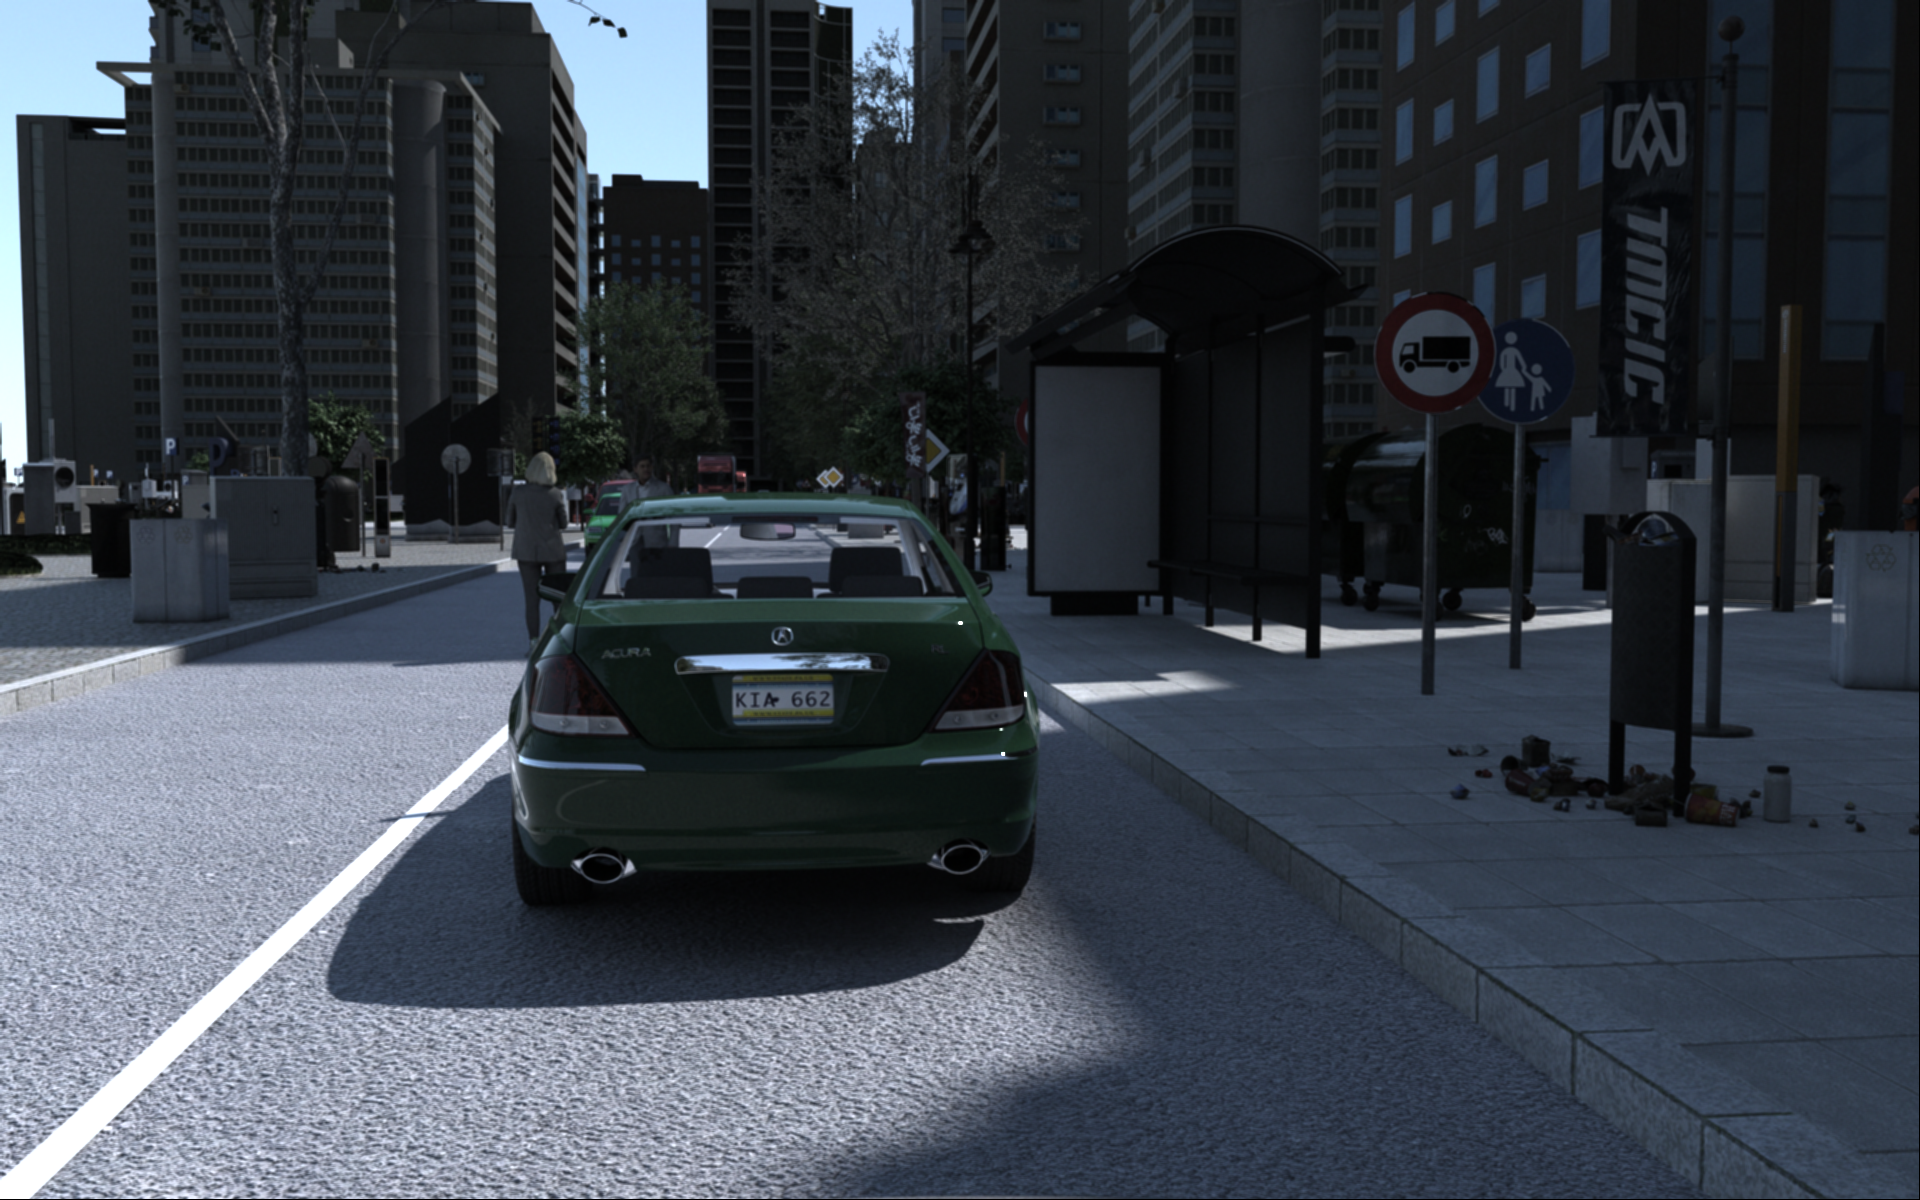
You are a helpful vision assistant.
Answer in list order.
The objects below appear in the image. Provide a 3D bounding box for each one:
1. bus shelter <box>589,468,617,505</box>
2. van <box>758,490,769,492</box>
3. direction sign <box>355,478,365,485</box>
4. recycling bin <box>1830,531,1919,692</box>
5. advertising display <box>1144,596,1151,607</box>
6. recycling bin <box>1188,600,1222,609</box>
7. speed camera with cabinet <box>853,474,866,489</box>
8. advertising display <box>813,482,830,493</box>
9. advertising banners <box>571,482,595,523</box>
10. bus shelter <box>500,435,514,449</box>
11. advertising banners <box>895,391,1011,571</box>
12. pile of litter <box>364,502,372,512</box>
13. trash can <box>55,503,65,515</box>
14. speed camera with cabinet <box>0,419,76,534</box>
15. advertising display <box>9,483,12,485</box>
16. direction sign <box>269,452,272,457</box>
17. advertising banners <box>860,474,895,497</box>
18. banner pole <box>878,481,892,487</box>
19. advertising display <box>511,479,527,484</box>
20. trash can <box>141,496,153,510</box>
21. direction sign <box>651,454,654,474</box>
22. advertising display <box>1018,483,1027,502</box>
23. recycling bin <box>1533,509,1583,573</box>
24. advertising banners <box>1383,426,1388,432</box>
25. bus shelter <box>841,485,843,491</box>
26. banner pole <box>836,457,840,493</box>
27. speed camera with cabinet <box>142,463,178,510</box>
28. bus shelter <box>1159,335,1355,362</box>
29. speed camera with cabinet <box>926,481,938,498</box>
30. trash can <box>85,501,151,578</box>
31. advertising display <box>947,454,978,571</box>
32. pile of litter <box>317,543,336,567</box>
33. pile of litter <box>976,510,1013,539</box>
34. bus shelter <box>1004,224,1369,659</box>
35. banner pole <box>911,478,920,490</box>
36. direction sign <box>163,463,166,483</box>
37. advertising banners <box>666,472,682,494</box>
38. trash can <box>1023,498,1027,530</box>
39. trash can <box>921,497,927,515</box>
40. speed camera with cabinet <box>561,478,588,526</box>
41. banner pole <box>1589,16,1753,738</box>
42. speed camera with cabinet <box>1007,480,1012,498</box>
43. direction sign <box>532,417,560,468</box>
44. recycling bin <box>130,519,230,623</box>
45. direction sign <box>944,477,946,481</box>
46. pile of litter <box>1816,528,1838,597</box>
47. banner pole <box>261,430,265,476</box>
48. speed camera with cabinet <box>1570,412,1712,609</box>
[{"bbox_3d":[-19.747,-7.035,92.661,2.179,5.291,8.768,0,4,-6],"label":"bus shelter"},{"bbox_3d":[-21.267,-11.033,187.398,2.013,2.044,4.112,0,4,-8],"label":"van"},{"bbox_3d":[-38.378,-7.236,110.305,0.876,3.537,0.379,-1,4,-16],"label":"direction sign"},{"bbox_3d":[6.275,0.060,11.575,0.722,1.027,0.722,1,4,19],"label":"recycling bin"},{"bbox_3d":[1.715,-0.889,19.752,0.974,1.923,0.123,0,4,5],"label":"advertising display"},{"bbox_3d":[3.084,-0.440,19.754,0.722,1.027,0.722,-2,4,-27],"label":"recycling bin"},{"bbox_3d":[-5.511,-6.905,107.232,2.038,3.252,0.660,0,4,4],"label":"speed camera with cabinet"},{"bbox_3d":[-7.372,-5.332,92.399,0.974,1.923,0.123,2,4,26],"label":"advertising display"},{"bbox_3d":[-16.819,-4.867,75.770,2.074,3.025,0.090,-2,4,-34],"label":"advertising banners"},{"bbox_3d":[-14.886,-3.575,52.381,2.014,3.302,5.546,0,4,-6],"label":"bus shelter"},{"bbox_3d":[-0.106,-2.017,29.165,2.074,3.025,0.090,2,4,25],"label":"advertising banners"},{"bbox_3d":[-33.083,-5.072,96.894,1.176,0.858,1.719,-3,5,-44],"label":"pile of litter"},{"bbox_3d":[-62.281,-6.577,119.194,0.748,1.137,0.748,0,3,0],"label":"trash can"},{"bbox_3d":[-24.021,-3.094,44.924,0.660,3.252,2.038,2,4,26],"label":"speed camera with cabinet"},{"bbox_3d":[-54.689,-5.772,99.593,0.123,1.923,0.974,-3,5,-44],"label":"advertising display"},{"bbox_3d":[-37.003,-6.180,93.042,0.379,3.537,0.876,-1,4,-16],"label":"direction sign"},{"bbox_3d":[-2.561,-3.909,60.104,2.074,3.025,0.090,0,4,1],"label":"advertising banners"},{"bbox_3d":[-3.215,-5.007,71.889,0.863,3.779,0.401,1,4,20],"label":"banner pole"},{"bbox_3d":[-19.025,-4.252,74.740,0.123,1.923,0.974,1,4,22],"label":"advertising display"},{"bbox_3d":[-52.358,-6.116,111.658,0.748,1.137,0.748,0,3,0],"label":"trash can"},{"bbox_3d":[-17.505,-6.523,98.647,0.379,3.537,0.876,0,4,-3],"label":"direction sign"},{"bbox_3d":[3.827,-5.803,100.087,0.974,1.923,0.123,-1,4,-21],"label":"advertising display"},{"bbox_3d":[9.796,-0.979,28.563,0.722,1.027,0.722,0,4,-1],"label":"recycling bin"},{"bbox_3d":[10.971,-3.015,45.487,0.090,3.025,2.074,0,4,2],"label":"advertising banners"},{"bbox_3d":[-9.081,-8.912,139.626,2.014,3.302,5.546,0,4,-7],"label":"bus shelter"},{"bbox_3d":[-7.197,-6.863,102.230,0.401,3.779,0.863,1,4,14],"label":"banner pole"},{"bbox_3d":[-50.940,-7.091,110.277,2.038,3.252,0.660,0,4,2],"label":"speed camera with cabinet"},{"bbox_3d":[3.709,-3.029,27.160,2.179,5.291,8.768,0,4,-7],"label":"bus shelter"},{"bbox_3d":[-0.982,-6.717,104.155,2.038,3.252,0.660,0,4,4],"label":"speed camera with cabinet"},{"bbox_3d":[-13.022,-0.915,26.621,0.748,1.137,0.748,0,3,0],"label":"trash can"},{"bbox_3d":[0.039,-1.394,28.003,0.123,1.923,0.974,-2,4,-24],"label":"advertising display"},{"bbox_3d":[-11.636,-0.990,30.155,1.176,0.858,1.719,3,5,44],"label":"pile of litter"},{"bbox_3d":[0.993,-2.207,50.046,1.176,0.858,1.719,1,4,10],"label":"pile of litter"},{"bbox_3d":[1.775,-1.337,15.776,2.014,3.302,5.546,0,4,-6],"label":"bus shelter"},{"bbox_3d":[-3.111,-7.902,119.213,0.863,3.779,0.401,-2,4,-28],"label":"banner pole"},{"bbox_3d":[-58.036,-8.221,126.408,0.379,3.537,0.876,-1,4,-14],"label":"direction sign"},{"bbox_3d":[-22.657,-8.677,138.050,0.090,3.025,2.074,3,4,38],"label":"advertising banners"},{"bbox_3d":[2.502,-2.855,58.337,0.748,1.137,0.748,0,3,0],"label":"trash can"},{"bbox_3d":[-1.554,-4.173,79.874,0.748,1.137,0.748,0,3,0],"label":"trash can"},{"bbox_3d":[-15.879,-4.586,69.315,0.660,3.252,2.038,3,4,39],"label":"speed camera with cabinet"},{"bbox_3d":[3.815,-1.175,9.234,0.863,3.779,0.401,1,4,12],"label":"banner pole"},{"bbox_3d":[2.403,-7.217,112.336,2.038,3.252,0.660,-2,4,-34],"label":"speed camera with cabinet"},{"bbox_3d":[-12.164,-3.607,50.969,0.876,3.537,0.379,1,4,13],"label":"direction sign"},{"bbox_3d":[-7.919,-0.309,17.602,0.722,1.027,0.722,0,4,-2],"label":"recycling bin"},{"bbox_3d":[-1.030,-6.707,101.649,0.876,3.537,0.379,0,4,2],"label":"direction sign"},{"bbox_3d":[11.277,-0.470,21.654,1.719,0.858,1.176,-3,5,-43],"label":"pile of litter"},{"bbox_3d":[-27.353,-4.775,68.095,0.401,3.779,0.863,-1,4,-19],"label":"banner pole"},{"bbox_3d":[7.906,-1.567,19.950,2.038,3.252,0.660,-2,4,-33],"label":"speed camera with cabinet"}]
